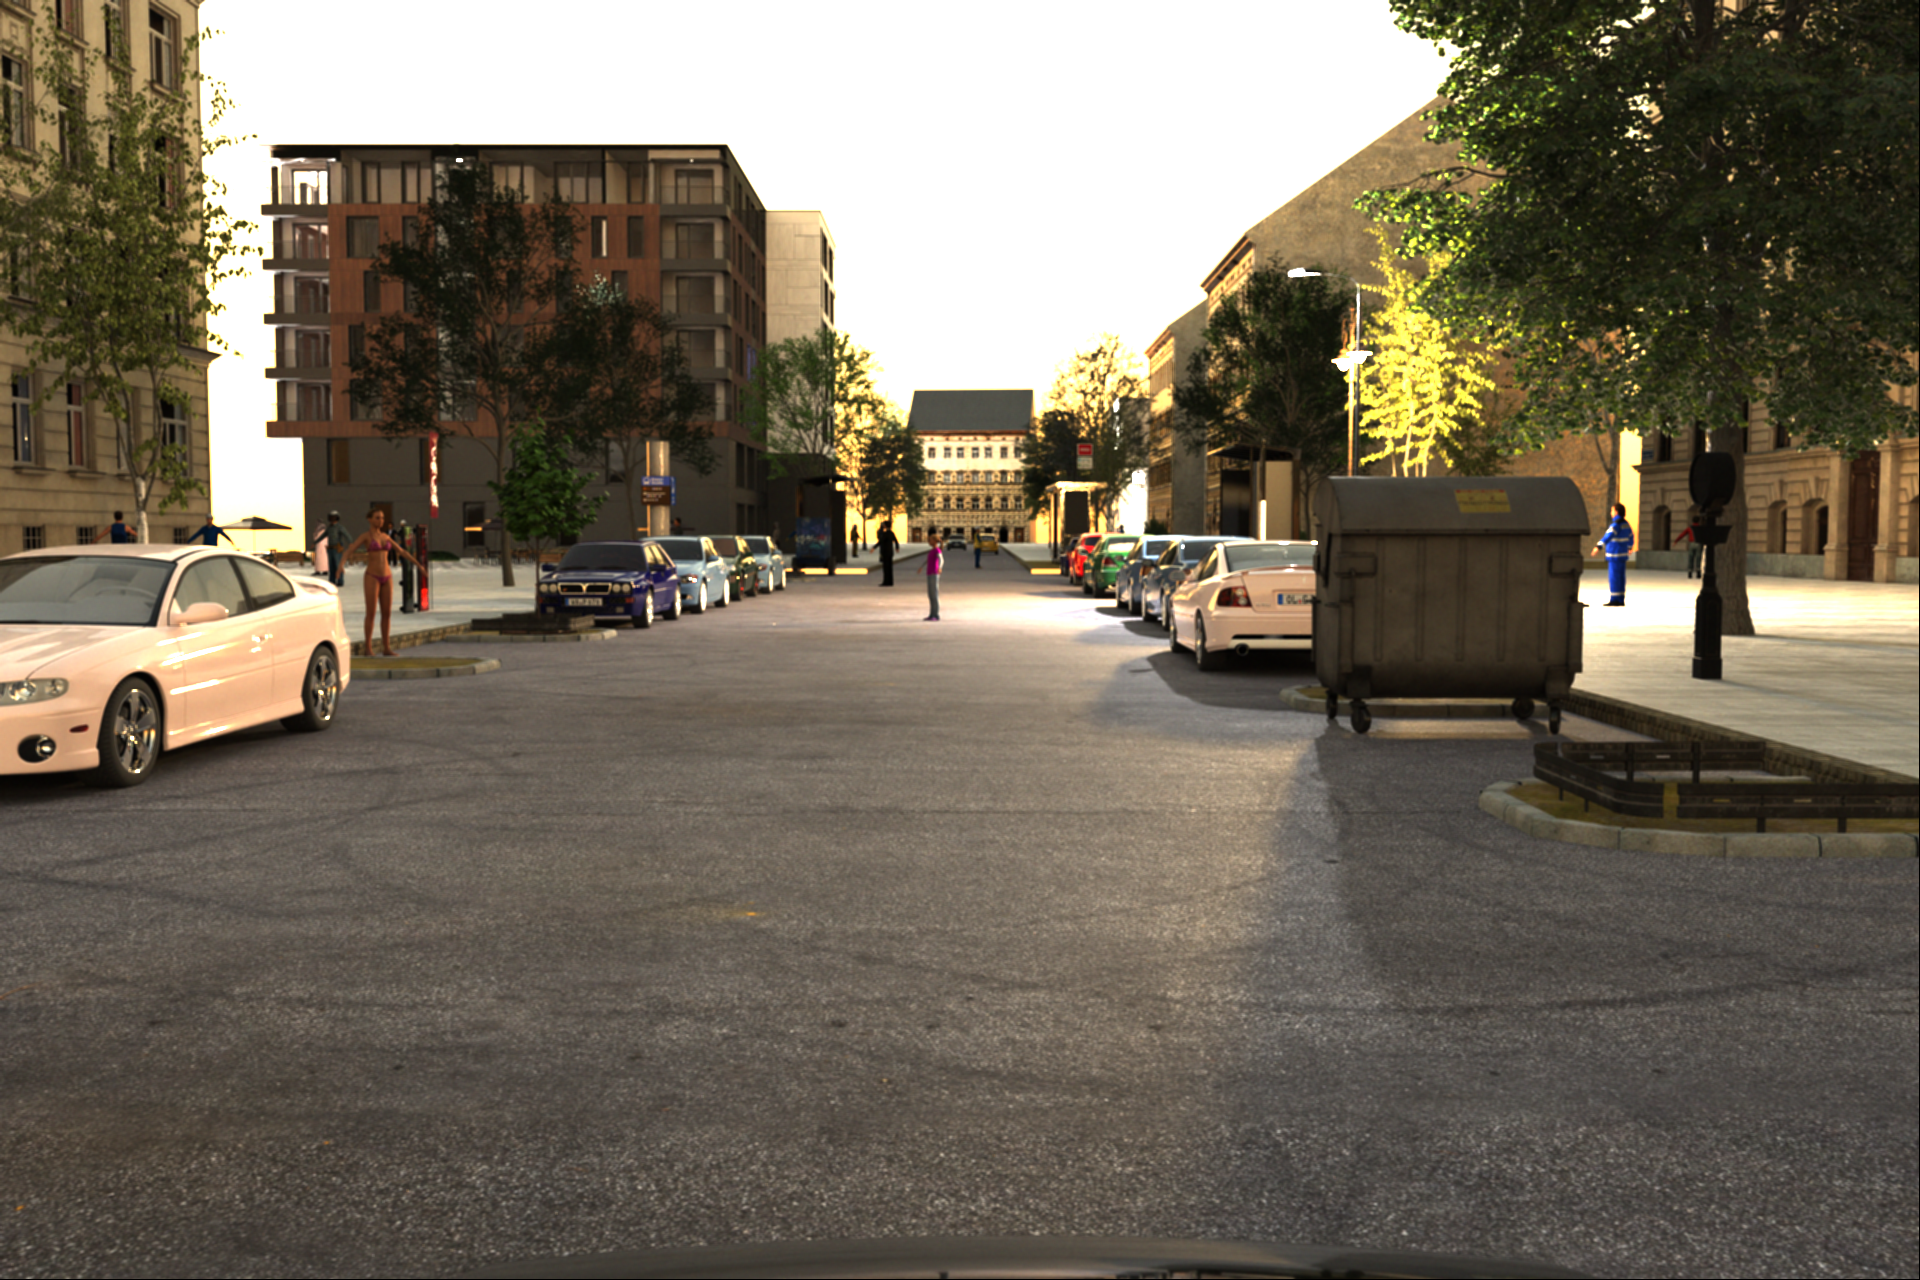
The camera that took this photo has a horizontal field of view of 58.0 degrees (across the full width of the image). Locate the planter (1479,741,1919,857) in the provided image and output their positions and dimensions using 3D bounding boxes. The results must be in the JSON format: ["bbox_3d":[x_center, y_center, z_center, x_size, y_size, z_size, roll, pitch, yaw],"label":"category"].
[{"bbox_3d":[3.705,0.763,8.669,1.991,0.319,1.994,0,4,0],"label":"planter"}]

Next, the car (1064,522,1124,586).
[{"bbox_3d":[4.041,-2.442,48.975,2.155,1.783,4.494,0,4,1],"label":"car"}]

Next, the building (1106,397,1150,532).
[{"bbox_3d":[28.989,-22.372,232.246,16.747,18.905,31.486,0,4,1],"label":"building"}]

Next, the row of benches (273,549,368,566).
[{"bbox_3d":[-25.426,-3.320,69.752,4.104,0.672,1.422,-2,4,-28],"label":"row of benches"}]

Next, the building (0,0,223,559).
[{"bbox_3d":[-30.188,-12.623,38.401,16.112,23.069,30.059,0,3,0],"label":"building"}]

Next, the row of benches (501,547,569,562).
[{"bbox_3d":[-19.858,-4.034,81.424,1.422,0.672,4.104,3,4,37],"label":"row of benches"}]

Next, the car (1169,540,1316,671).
[{"bbox_3d":[3.443,-0.433,19.444,2.083,1.381,4.827,0,4,1],"label":"car"}]

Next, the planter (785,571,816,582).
[{"bbox_3d":[-5.415,-1.925,52.609,1.991,0.319,1.994,0,4,2],"label":"planter"}]

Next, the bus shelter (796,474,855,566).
[{"bbox_3d":[-5.428,-4.852,70.619,1.731,3.624,6.357,0,4,2],"label":"bus shelter"}]

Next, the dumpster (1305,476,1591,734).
[{"bbox_3d":[3.589,-0.287,12.905,1.865,1.857,1.264,0,4,1],"label":"dumpster"}]

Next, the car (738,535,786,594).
[{"bbox_3d":[-5.364,-1.894,42.973,2.014,1.417,4.499,0,4,1],"label":"car"}]

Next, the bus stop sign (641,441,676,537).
[{"bbox_3d":[-8.602,-3.696,49.445,0.837,3.901,0.837,0,3,0],"label":"bus stop sign"}]

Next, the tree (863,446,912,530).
[{"bbox_3d":[-6.645,-11.885,144.680,4.360,8.622,3.978,0,3,0],"label":"tree"}]

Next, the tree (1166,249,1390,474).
[{"bbox_3d":[10.472,-7.549,57.840,8.767,10.594,7.601,3,4,39],"label":"tree"}]

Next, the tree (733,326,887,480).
[{"bbox_3d":[-7.346,-9.767,85.446,9.928,11.665,9.643,0,3,0],"label":"tree"}]

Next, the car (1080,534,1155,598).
[{"bbox_3d":[3.881,-1.731,40.100,2.131,1.459,4.920,0,4,0],"label":"car"}]

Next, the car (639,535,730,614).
[{"bbox_3d":[-5.441,-1.262,32.638,2.014,1.417,4.499,0,4,1],"label":"car"}]

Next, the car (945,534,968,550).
[{"bbox_3d":[-0.287,-8.781,153.358,2.009,1.686,4.222,0,4,0],"label":"car"}]

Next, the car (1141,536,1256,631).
[{"bbox_3d":[3.862,-0.907,26.834,2.014,1.417,4.499,0,4,0],"label":"car"}]

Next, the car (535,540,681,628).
[{"bbox_3d":[-5.561,-0.918,27.598,1.945,1.354,3.894,0,4,1],"label":"car"}]

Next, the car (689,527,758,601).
[{"bbox_3d":[-5.501,-1.740,38.236,2.009,1.686,4.222,0,4,0],"label":"car"}]

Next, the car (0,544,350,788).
[{"bbox_3d":[-5.570,0.065,11.300,2.083,1.381,4.827,0,4,1],"label":"car"}]

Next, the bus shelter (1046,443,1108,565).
[{"bbox_3d":[4.855,-5.904,74.155,2.179,5.291,8.768,0,4,-1],"label":"bus shelter"}]

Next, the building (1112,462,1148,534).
[{"bbox_3d":[23.195,-15.944,202.834,9.099,9.664,28.070,0,4,1],"label":"building"}]

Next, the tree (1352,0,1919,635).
[{"bbox_3d":[9.775,-7.042,21.789,9.857,13.997,8.962,0,3,0],"label":"tree"}]

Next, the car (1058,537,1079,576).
[{"bbox_3d":[4.377,-2.890,59.831,1.945,1.354,3.894,0,4,1],"label":"car"}]

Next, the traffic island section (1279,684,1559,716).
[{"bbox_3d":[3.753,0.504,14.621,1.991,0.108,1.994,0,4,2],"label":"traffic island section"}]

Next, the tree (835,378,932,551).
[{"bbox_3d":[-7.549,-13.729,134.833,12.009,13.543,11.850,0,3,0],"label":"tree"}]

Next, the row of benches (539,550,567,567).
[{"bbox_3d":[-14.356,-3.096,66.077,4.104,0.672,1.422,1,4,20],"label":"row of benches"}]

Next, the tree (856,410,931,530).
[{"bbox_3d":[-6.116,-14.681,158.166,7.486,12.596,7.792,0,3,0],"label":"tree"}]

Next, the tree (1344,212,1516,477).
[{"bbox_3d":[10.469,-5.455,39.554,4.737,8.622,4.395,0,3,0],"label":"tree"}]

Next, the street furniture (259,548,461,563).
[{"bbox_3d":[-27.368,-3.974,80.601,5.734,0.657,10.072,3,5,40],"label":"street furniture"}]

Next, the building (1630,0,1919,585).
[{"bbox_3d":[29.778,-13.860,45.701,14.460,24.649,34.723,0,4,0],"label":"building"}]

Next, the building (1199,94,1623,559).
[{"bbox_3d":[24.098,-16.207,95.919,19.493,23.208,18.063,0,4,1],"label":"building"}]

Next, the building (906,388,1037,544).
[{"bbox_3d":[2.046,-26.148,260.900,18.063,23.208,19.493,0,4,6],"label":"building"}]

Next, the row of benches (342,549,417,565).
[{"bbox_3d":[-24.322,-3.511,72.872,4.104,0.672,1.422,1,4,16],"label":"row of benches"}]

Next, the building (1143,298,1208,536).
[{"bbox_3d":[24.872,-18.600,135.034,19.493,23.208,18.063,0,4,1],"label":"building"}]

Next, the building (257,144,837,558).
[{"bbox_3d":[-22.719,-16.108,107.343,27.936,21.610,32.646,0,3,0],"label":"building"}]

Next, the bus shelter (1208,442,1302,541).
[{"bbox_3d":[7.976,-3.423,47.243,1.731,3.624,6.357,0,4,1],"label":"bus shelter"}]

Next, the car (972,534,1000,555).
[{"bbox_3d":[1.835,-6.815,121.644,2.015,1.641,3.980,0,4,1],"label":"car"}]

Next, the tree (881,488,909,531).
[{"bbox_3d":[-7.169,-13.417,169.727,4.360,8.622,3.978,0,3,0],"label":"tree"}]

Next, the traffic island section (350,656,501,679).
[{"bbox_3d":[-5.930,0.290,18.122,1.991,0.108,1.994,0,4,2],"label":"traffic island section"}]

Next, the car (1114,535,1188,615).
[{"bbox_3d":[3.884,-1.221,31.973,2.014,1.417,4.499,0,4,0],"label":"car"}]

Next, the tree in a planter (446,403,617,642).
[{"bbox_3d":[-5.826,-1.628,23.841,1.991,3.239,1.994,0,4,0],"label":"tree in a planter"}]
